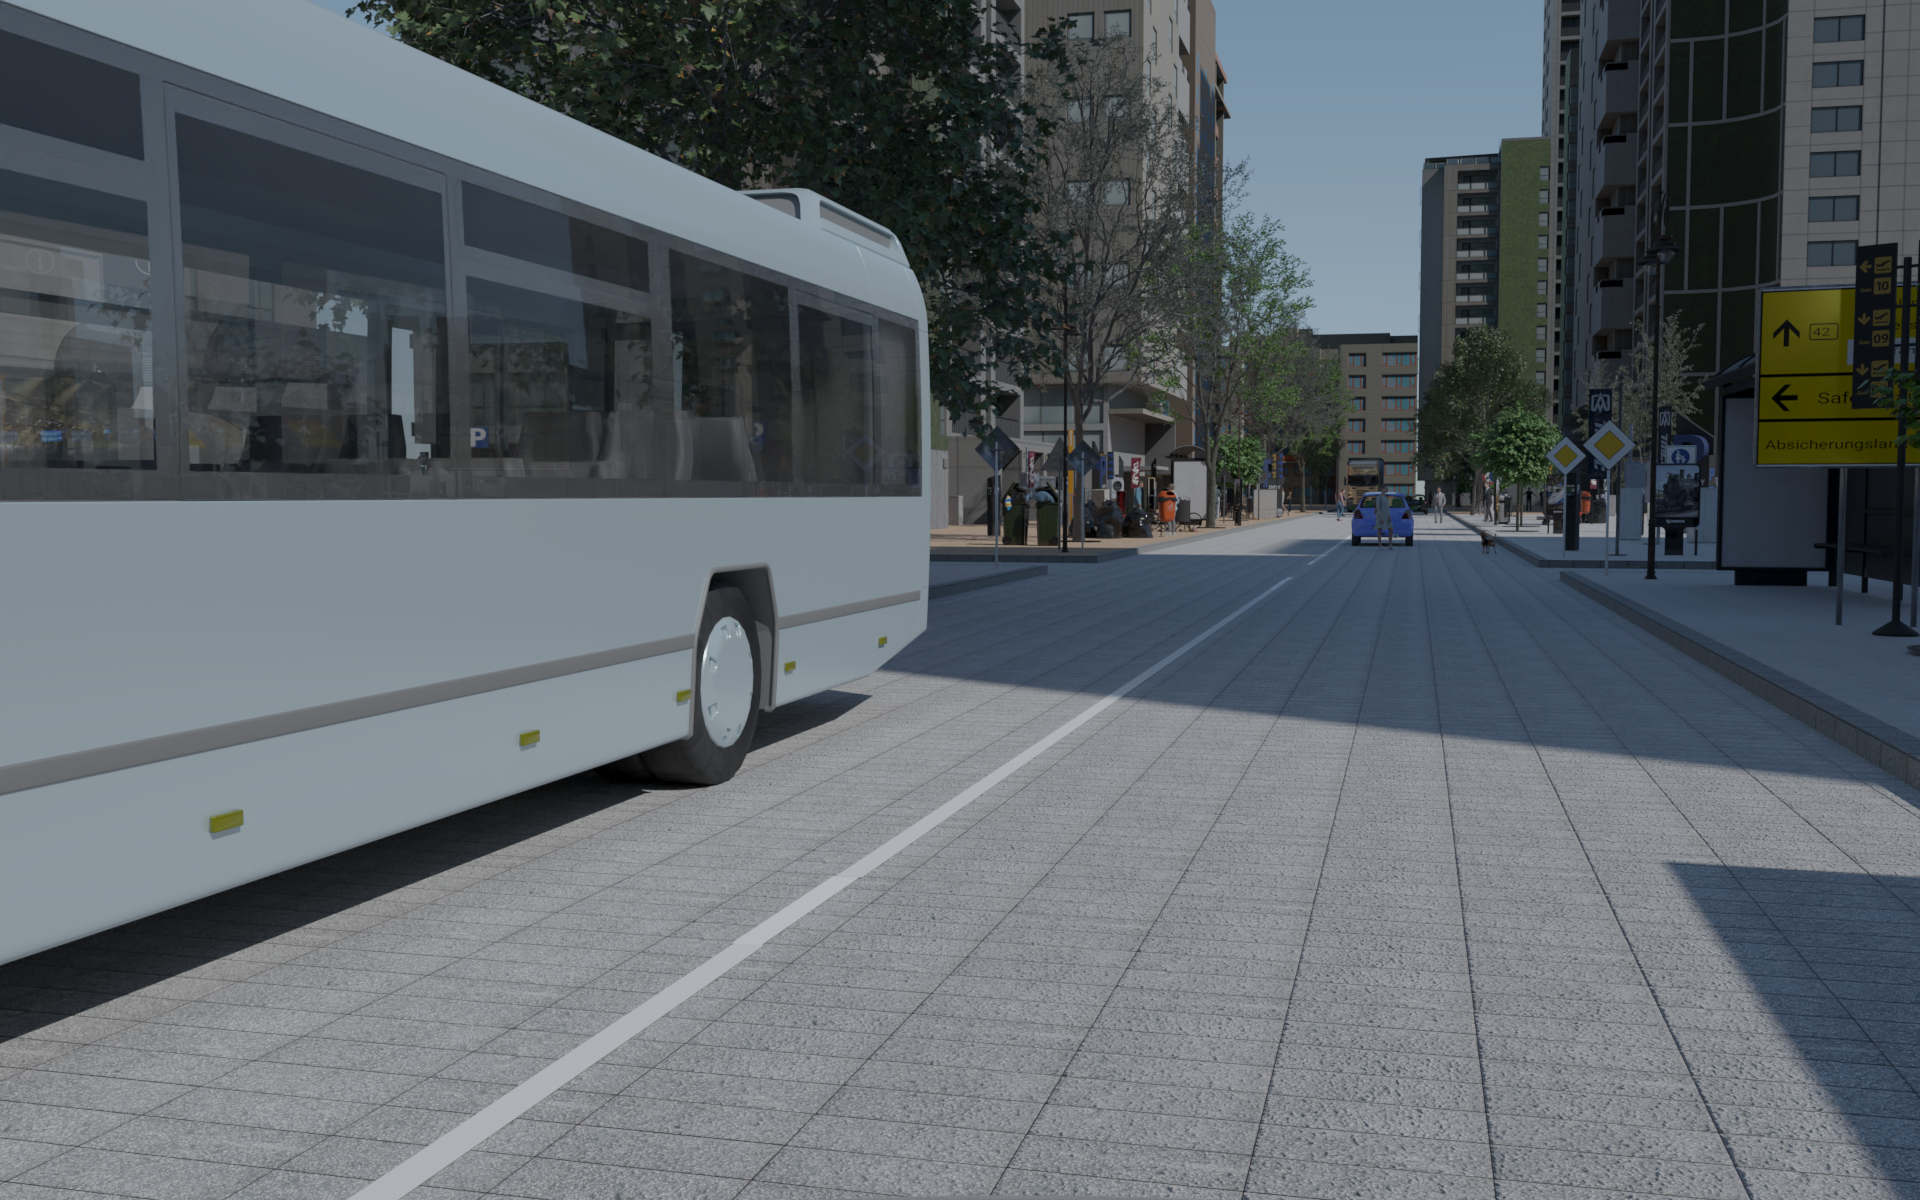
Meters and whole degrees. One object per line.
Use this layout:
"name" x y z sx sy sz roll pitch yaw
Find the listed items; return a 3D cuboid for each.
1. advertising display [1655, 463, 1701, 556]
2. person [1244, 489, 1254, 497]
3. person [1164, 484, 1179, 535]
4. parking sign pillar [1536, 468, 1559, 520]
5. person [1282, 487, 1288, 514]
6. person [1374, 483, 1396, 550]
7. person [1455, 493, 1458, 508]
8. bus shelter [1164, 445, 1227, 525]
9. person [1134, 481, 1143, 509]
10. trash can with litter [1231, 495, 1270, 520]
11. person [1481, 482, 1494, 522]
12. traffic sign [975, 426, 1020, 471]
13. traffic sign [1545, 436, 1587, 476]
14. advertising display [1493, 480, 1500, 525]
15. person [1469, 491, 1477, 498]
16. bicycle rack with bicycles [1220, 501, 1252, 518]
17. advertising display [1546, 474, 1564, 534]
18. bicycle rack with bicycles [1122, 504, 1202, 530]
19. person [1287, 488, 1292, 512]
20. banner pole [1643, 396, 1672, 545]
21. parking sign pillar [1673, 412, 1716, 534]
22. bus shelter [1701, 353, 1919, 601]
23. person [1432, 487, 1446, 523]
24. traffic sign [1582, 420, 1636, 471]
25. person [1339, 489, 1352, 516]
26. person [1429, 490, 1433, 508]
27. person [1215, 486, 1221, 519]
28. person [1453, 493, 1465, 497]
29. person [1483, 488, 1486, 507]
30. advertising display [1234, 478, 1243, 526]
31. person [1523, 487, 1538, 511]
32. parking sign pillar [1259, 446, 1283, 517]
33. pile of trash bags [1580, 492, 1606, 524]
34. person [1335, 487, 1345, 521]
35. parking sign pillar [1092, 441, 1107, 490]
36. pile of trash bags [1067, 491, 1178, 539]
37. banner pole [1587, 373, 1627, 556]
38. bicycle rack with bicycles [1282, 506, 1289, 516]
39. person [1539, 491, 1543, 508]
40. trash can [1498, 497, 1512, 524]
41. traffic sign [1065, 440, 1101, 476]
"advertising display" 14.968 -1.899 36.268 0.974 1.923 0.123 1 4 19
"person" 28.230 -9.918 168.213 1.348 1.823 0.705 0 4 1
"person" 6.670 -2.857 54.563 0.330 1.601 0.589 3 5 43
"parking sign pillar" 29.248 -5.934 85.495 1.447 3.967 1.447 1 4 16
"person" 20.005 -6.157 107.463 0.760 1.731 0.466 0 4 -4
"person" 10.761 -2.110 44.006 0.512 1.701 0.522 -3 5 -41
"person" 44.569 -8.932 155.341 0.557 1.426 1.065 1 4 11
"bus shelter" 10.080 -4.889 73.857 2.014 3.302 5.546 1 4 15
"person" 6.688 -3.608 65.373 0.444 1.785 0.601 1 4 14
"trash can with litter" 14.491 -4.671 87.435 1.678 1.210 2.233 -2 4 -27
"person" 23.938 -4.452 78.612 0.755 1.850 0.659 -1 4 -21
"traffic sign" 0.618 -1.681 29.682 0.795 2.593 0.064 1 4 15
"traffic sign" 12.206 -2.000 34.894 0.795 2.593 0.064 1 4 15
"advertising display" 22.153 -4.055 71.511 0.123 1.923 0.974 2 4 25
"person" 42.998 -8.485 144.786 0.705 1.823 1.348 -1 4 -16
"bicycle rack with bicycles" 14.697 -4.972 94.677 2.925 0.926 2.852 -2 4 -32
"advertising display" 19.299 -3.094 55.808 0.123 1.923 0.974 -2 4 -27
"bicycle rack with bicycles" 7.042 -2.947 61.573 2.925 0.926 2.852 1 4 13
"person" 23.423 -7.138 123.470 0.721 1.735 1.217 1 4 15
"banner pole" 17.652 -3.285 43.720 0.401 3.779 0.863 -1 4 -19
"parking sign pillar" 23.891 -4.158 56.454 1.447 3.967 1.447 -3 5 -40
"bus shelter" 10.810 -1.702 21.749 2.014 3.302 5.546 1 4 14
"person" 23.493 -4.659 84.945 0.678 1.792 0.850 2 4 27
"traffic sign" 10.186 -1.528 27.168 0.795 2.593 0.064 1 4 15
"person" 25.019 -6.333 112.577 0.750 1.759 0.617 0 4 -4
"person" 48.342 -10.355 177.949 0.705 1.807 1.348 2 4 24
"person" 13.059 -5.057 88.905 0.661 1.801 0.590 0 4 1
"person" 51.413 -10.552 178.550 1.348 1.826 0.705 3 5 39
"person" 44.825 -8.652 147.523 1.348 1.821 0.705 1 4 15
"advertising display" 11.255 -3.968 70.098 0.123 1.923 0.974 0 4 -5
"person" 43.261 -7.684 131.694 1.348 1.822 0.705 2 4 24
"parking sign pillar" 17.456 -6.661 97.382 1.447 3.967 1.447 -1 4 -14
"pile of trash bags" 27.086 -4.004 75.222 1.912 1.369 3.447 1 4 16
"person" 19.919 -5.031 90.764 0.388 1.821 0.555 -3 5 -45
"parking sign pillar" 7.115 -6.121 88.552 1.447 3.967 1.447 1 4 21
"pile of trash bags" 4.954 -2.516 50.895 3.447 1.369 1.912 -2 4 -32
"banner pole" 13.508 -2.821 36.138 0.863 3.779 0.401 2 4 28
"bicycle rack with bicycles" 17.743 -5.339 100.680 2.925 0.926 2.852 0 4 -8
"person" 52.057 -9.058 154.587 0.683 1.767 0.568 1 4 16
"trash can" 23.137 -3.802 73.812 0.748 1.137 0.748 0 3 0
"traffic sign" 2.638 -2.154 37.408 0.795 2.593 0.064 1 4 15
